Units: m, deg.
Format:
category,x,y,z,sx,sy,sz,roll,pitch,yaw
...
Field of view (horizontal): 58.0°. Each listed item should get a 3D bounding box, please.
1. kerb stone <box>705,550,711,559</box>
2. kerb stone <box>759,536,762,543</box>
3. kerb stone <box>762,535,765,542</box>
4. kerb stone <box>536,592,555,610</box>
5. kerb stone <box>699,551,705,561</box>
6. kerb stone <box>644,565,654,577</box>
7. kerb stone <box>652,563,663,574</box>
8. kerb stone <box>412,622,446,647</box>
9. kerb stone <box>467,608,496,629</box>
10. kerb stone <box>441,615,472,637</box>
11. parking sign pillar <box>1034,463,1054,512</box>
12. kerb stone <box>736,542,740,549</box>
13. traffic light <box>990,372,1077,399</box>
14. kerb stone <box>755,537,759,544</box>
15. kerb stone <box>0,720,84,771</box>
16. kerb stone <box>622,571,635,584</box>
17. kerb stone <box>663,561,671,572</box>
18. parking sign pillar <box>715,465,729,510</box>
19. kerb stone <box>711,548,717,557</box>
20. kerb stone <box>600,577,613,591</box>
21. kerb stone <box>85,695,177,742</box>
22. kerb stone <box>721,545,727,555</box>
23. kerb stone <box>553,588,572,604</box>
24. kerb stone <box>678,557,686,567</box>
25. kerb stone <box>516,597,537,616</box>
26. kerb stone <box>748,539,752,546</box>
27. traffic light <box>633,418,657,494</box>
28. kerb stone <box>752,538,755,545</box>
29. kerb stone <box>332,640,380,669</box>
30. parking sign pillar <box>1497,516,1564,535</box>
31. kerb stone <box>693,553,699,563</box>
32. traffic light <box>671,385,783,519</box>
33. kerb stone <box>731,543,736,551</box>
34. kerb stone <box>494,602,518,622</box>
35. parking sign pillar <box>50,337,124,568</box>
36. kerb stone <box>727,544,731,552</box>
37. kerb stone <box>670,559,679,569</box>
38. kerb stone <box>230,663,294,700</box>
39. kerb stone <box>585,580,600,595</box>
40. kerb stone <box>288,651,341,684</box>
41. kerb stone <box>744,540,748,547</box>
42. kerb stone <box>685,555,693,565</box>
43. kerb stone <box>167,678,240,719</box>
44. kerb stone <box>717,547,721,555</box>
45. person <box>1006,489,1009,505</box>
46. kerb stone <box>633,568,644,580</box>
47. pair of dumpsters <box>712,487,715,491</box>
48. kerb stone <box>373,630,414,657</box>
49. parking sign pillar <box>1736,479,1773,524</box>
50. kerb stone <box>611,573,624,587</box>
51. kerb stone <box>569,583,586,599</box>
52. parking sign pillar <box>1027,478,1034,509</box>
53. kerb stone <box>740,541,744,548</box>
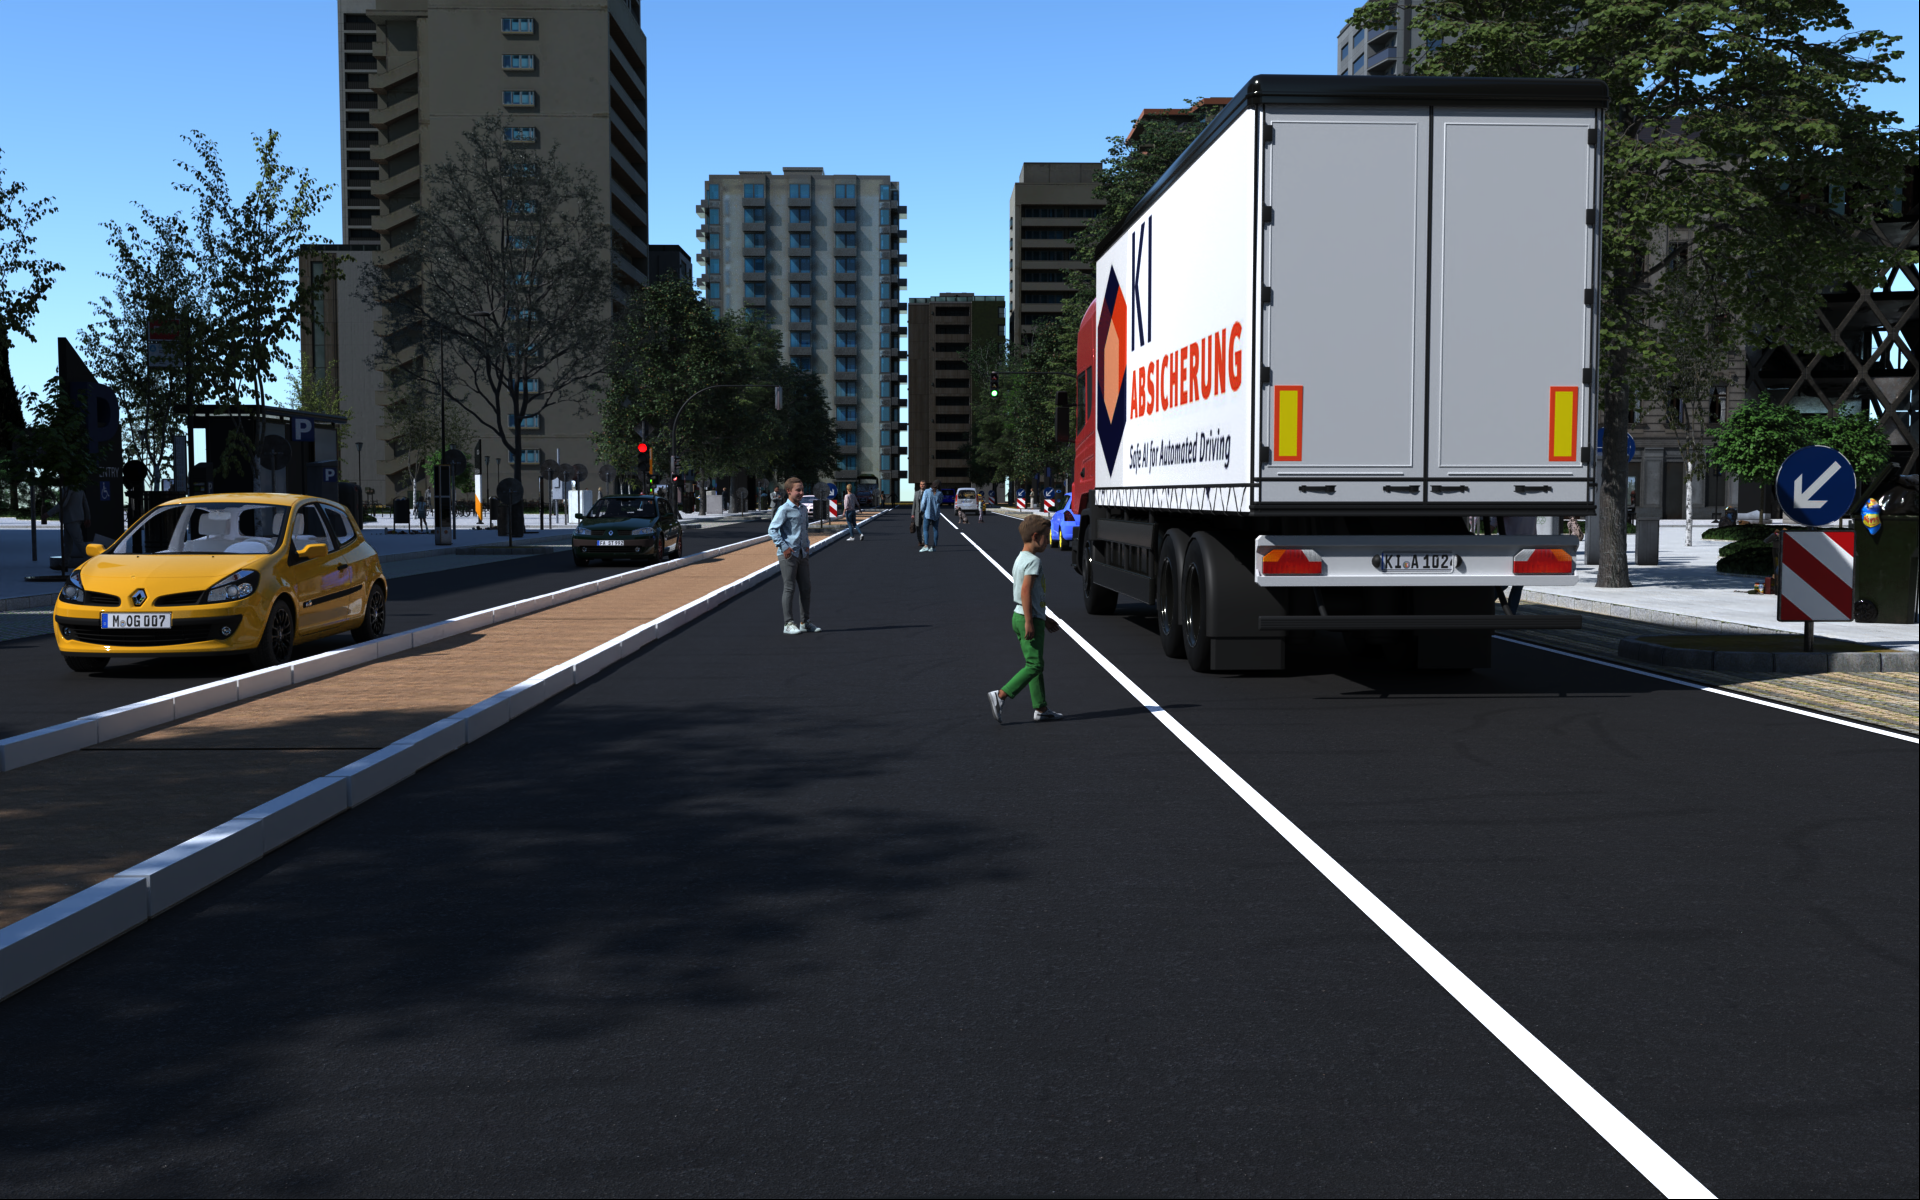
category,x,y,z,sx,sy,sz,roll,pitch,yaw
kerb stone,-5.645,-0.971,38.070,0.120,0.150,1.000,0,4,-1
kerb stone,-5.933,-1.723,50.364,0.120,0.150,1.000,0,4,-1
kerb stone,-5.952,-1.786,51.388,0.120,0.150,1.000,0,4,-1
kerb stone,-5.261,0.037,21.655,0.120,0.150,1.000,0,4,-1
kerb stone,-5.626,-0.907,37.033,0.120,0.150,1.000,0,4,-1
kerb stone,-5.458,-0.460,29.852,0.120,0.150,1.000,0,4,-1
kerb stone,-5.481,-0.531,30.882,0.120,0.150,1.000,0,4,-1
kerb stone,-5.136,0.346,16.539,0.120,0.150,1.000,0,4,-1
kerb stone,-5.193,0.221,18.582,0.120,0.150,1.000,0,4,-1
kerb stone,-5.163,0.283,17.561,0.120,0.150,1.000,0,4,-1
parking sign pillar,6.500,-8.428,126.274,1.447,3.967,1.447,1,4,19
kerb stone,-5.794,-1.344,44.222,0.120,0.150,1.000,0,4,-1
traffic light,3.482,-5.488,64.394,4.771,5.953,1.251,0,4,-1
kerb stone,-5.910,-1.660,49.342,0.120,0.150,1.000,0,4,-1
kerb stone,-4.968,0.788,9.376,0.120,0.150,1.000,0,4,-1
kerb stone,-5.403,-0.343,27.809,0.120,0.150,1.000,0,4,-1
kerb stone,-5.507,-0.594,31.911,0.120,0.150,1.000,0,4,-1
parking sign pillar,-18.911,-9.188,138.689,1.447,3.967,1.447,-2,4,-26
kerb stone,-5.670,-1.033,39.092,0.120,0.150,1.000,0,4,-1
kerb stone,-5.349,-0.215,25.766,0.120,0.150,1.000,0,4,-1
kerb stone,-4.996,0.722,10.397,0.120,0.150,1.000,0,4,-1
kerb stone,-5.711,-1.157,41.145,0.120,0.150,1.000,0,4,-1
kerb stone,-5.281,-0.024,22.686,0.120,0.150,1.000,0,4,-1
kerb stone,-5.547,-0.720,33.967,0.120,0.150,1.000,0,4,-1
kerb stone,-5.235,0.096,20.631,0.120,0.150,1.000,0,4,-1
kerb stone,-5.867,-1.533,47.296,0.120,0.150,1.000,0,4,-1
traffic light,-11.685,-4.602,64.165,0.839,4.253,0.868,0,4,-1
kerb stone,-5.891,-1.598,48.320,0.120,0.150,1.000,0,4,-1
kerb stone,-5.093,0.471,14.491,0.120,0.150,1.000,0,4,-1
parking sign pillar,12.072,-2.943,36.584,1.447,3.967,1.447,2,4,27
kerb stone,-5.597,-0.845,36.012,0.120,0.150,1.000,0,4,-1
traffic light,-9.783,-5.967,72.232,4.771,5.953,1.251,0,4,-1
kerb stone,-5.766,-1.285,43.198,0.120,0.150,1.000,0,4,-1
kerb stone,-5.212,0.158,19.610,0.120,0.150,1.000,0,4,-1
parking sign pillar,-15.280,-2.571,30.503,1.447,3.967,1.447,0,4,1
kerb stone,-5.743,-1.220,42.169,0.120,0.150,1.000,0,4,-1
kerb stone,-5.527,-0.652,32.939,0.120,0.150,1.000,0,4,-1
kerb stone,-5.049,0.596,12.448,0.120,0.150,1.000,0,4,-1
kerb stone,-5.333,-0.156,24.738,0.120,0.150,1.000,0,4,-1
kerb stone,-5.061,0.534,13.470,0.120,0.150,1.000,0,4,-1
kerb stone,-5.838,-1.473,46.274,0.120,0.150,1.000,0,4,-1
kerb stone,-5.569,-0.782,34.989,0.120,0.150,1.000,0,4,-1
kerb stone,-5.024,0.659,11.420,0.120,0.150,1.000,0,4,-1
kerb stone,-5.702,-1.096,40.115,0.120,0.150,1.000,0,4,-1
person,5.958,-12.481,209.731,0.705,1.869,1.348,-3,5,-44
kerb stone,-5.436,-0.404,28.830,0.120,0.150,1.000,0,4,-1
pair of dumpsters,-19.872,-8.715,144.978,1.574,2.255,4.437,0,4,-1
kerb stone,-5.119,0.409,15.517,0.120,0.150,1.000,0,4,-1
parking sign pillar,34.177,-5.258,74.439,1.447,3.967,1.447,-2,4,-32
kerb stone,-5.385,-0.277,26.787,0.120,0.150,1.000,0,4,-1
kerb stone,-5.309,-0.091,23.715,0.120,0.150,1.000,0,4,-1
parking sign pillar,6.351,-9.579,145.092,1.447,3.967,1.447,1,4,13
kerb stone,-5.820,-1.405,45.249,0.120,0.150,1.000,0,4,-1
